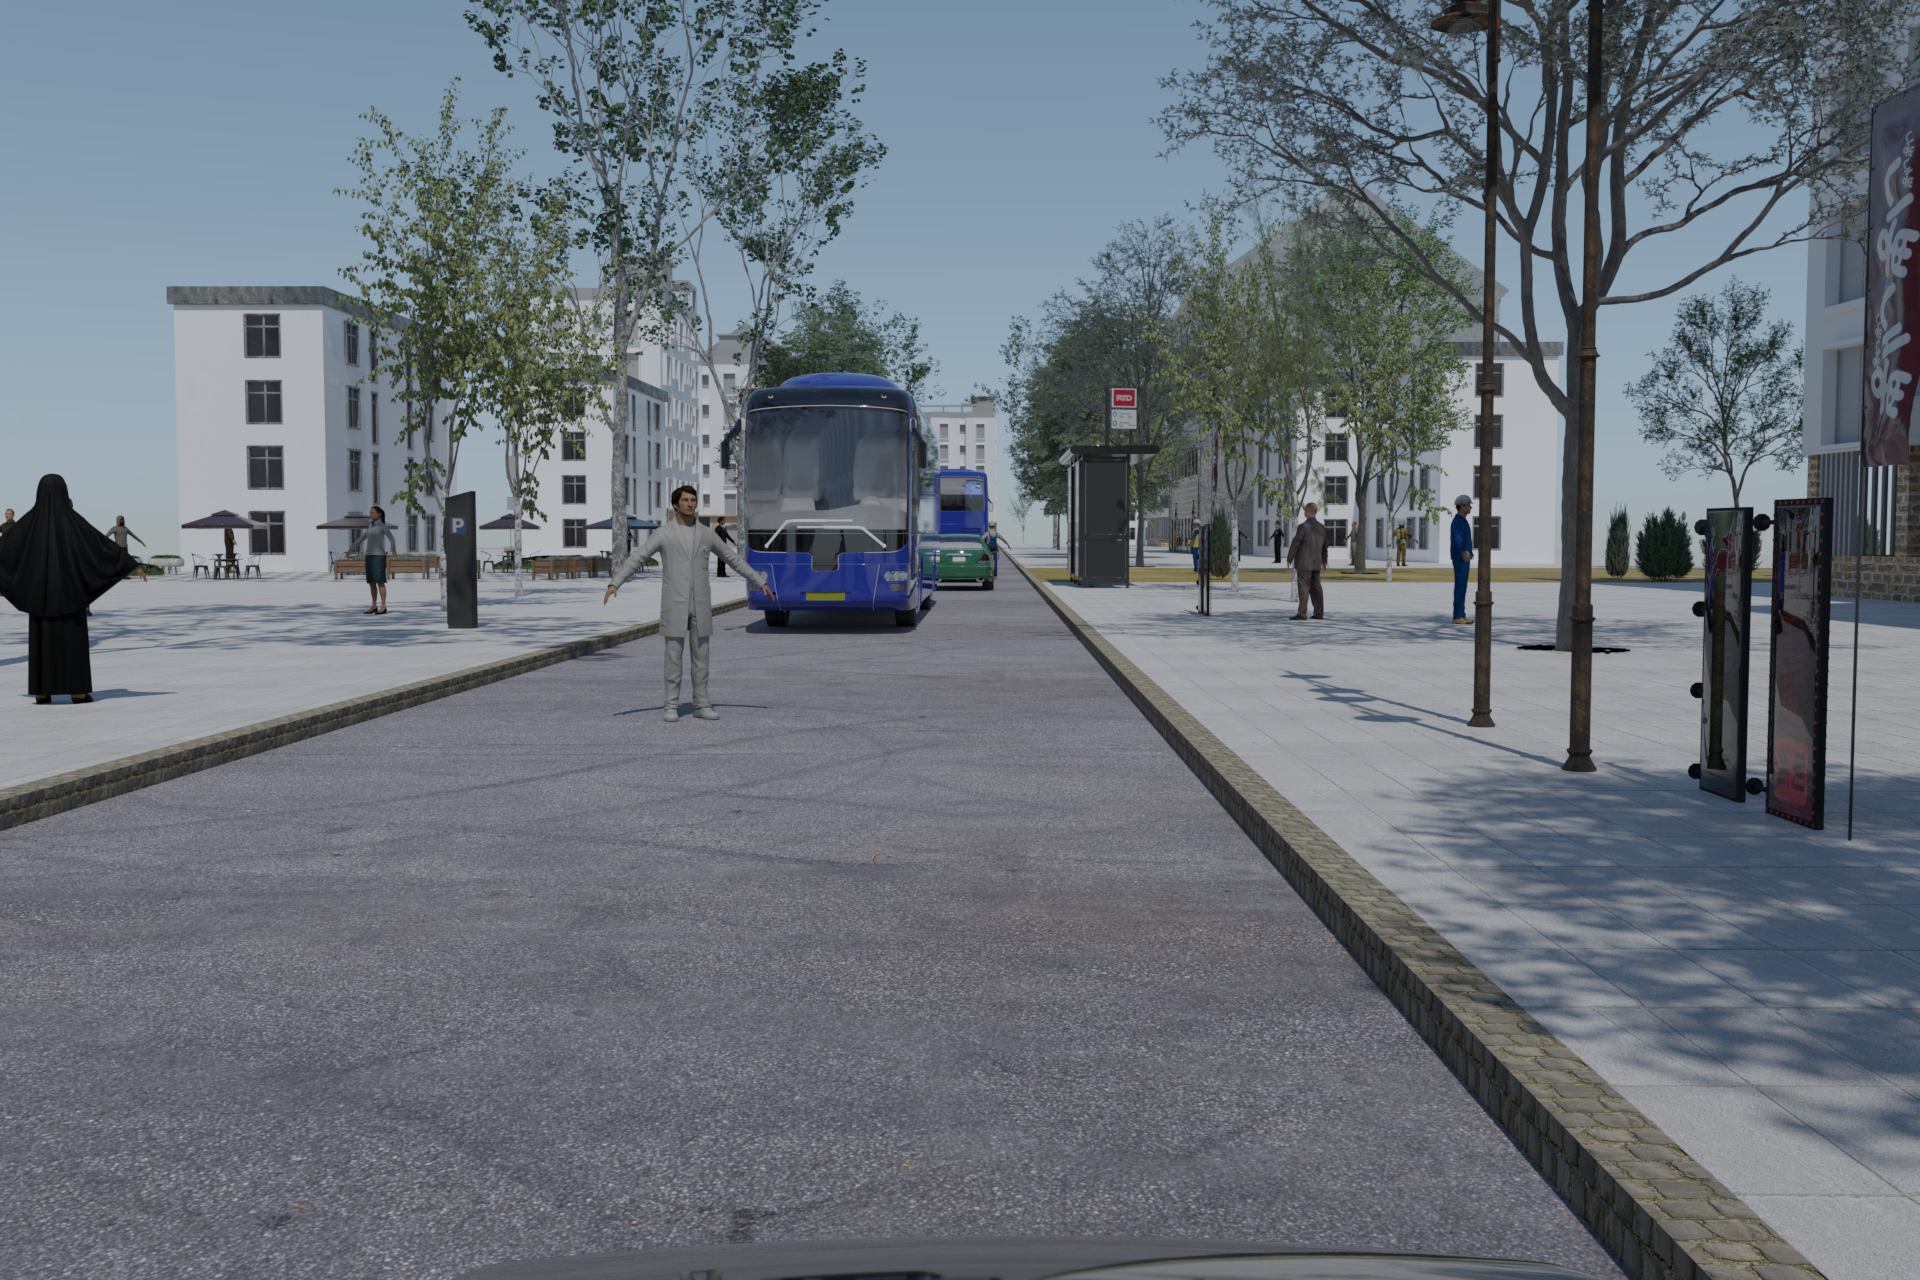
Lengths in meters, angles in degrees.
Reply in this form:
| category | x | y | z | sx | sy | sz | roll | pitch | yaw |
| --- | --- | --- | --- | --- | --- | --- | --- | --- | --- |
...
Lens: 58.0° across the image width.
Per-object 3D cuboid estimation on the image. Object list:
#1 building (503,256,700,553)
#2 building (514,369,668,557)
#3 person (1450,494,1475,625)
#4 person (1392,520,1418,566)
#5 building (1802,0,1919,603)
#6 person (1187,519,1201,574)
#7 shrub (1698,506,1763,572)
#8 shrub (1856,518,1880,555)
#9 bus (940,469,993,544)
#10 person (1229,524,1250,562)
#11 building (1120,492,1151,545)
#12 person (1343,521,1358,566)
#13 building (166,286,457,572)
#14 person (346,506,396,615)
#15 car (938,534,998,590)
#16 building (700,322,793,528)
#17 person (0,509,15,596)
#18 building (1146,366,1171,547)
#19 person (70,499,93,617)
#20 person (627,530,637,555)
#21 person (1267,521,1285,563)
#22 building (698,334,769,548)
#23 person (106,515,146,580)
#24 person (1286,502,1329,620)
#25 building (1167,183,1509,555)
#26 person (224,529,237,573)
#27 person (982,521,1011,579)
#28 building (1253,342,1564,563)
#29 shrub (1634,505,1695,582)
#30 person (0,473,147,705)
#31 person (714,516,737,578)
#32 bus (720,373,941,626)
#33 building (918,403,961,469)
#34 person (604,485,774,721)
| category | x | y | z | sx | sy | sz | roll | pitch | yaw |
| --- | --- | --- | --- | --- | --- | --- | --- | --- | --- |
| building | -25.025 | -16.070 | 119.159 | 16.016 | 20.090 | 11.380 | 0 | 4 | 1 |
| building | -21.767 | -9.805 | 102.451 | 9.099 | 9.664 | 28.070 | 0 | 4 | 1 |
| person | 7.180 | -1.150 | 24.688 | 0.705 | 1.842 | 1.347 | 1 | 4 | 19 |
| person | 17.545 | -3.854 | 68.781 | 1.354 | 1.858 | 0.705 | 3 | 5 | 44 |
| building | 22.785 | -10.860 | 33.976 | 16.016 | 20.090 | 11.380 | 0 | 4 | 1 |
| person | 7.615 | -3.055 | 56.412 | 0.721 | 1.772 | 1.216 | 2 | 4 | 24 |
| shrub | 21.459 | -2.703 | 48.243 | 1.661 | 2.075 | 1.752 | 0 | 3 | 0 |
| shrub | 28.080 | -3.087 | 54.507 | 1.661 | 2.075 | 1.752 | 0 | 3 | 0 |
| bus | -0.211 | -4.453 | 64.355 | 2.896 | 3.916 | 12.251 | 0 | 4 | 1 |
| person | 12.978 | -4.543 | 80.997 | 1.216 | 1.740 | 0.721 | 2 | 4 | 30 |
| building | 22.493 | -16.064 | 204.796 | 9.099 | 9.664 | 28.070 | 0 | 4 | 1 |
| person | 15.956 | -3.914 | 70.262 | 0.705 | 1.796 | 1.348 | -1 | 4 | -14 |
| building | -25.934 | -7.992 | 72.818 | 9.099 | 9.664 | 28.070 | 0 | 4 | 0 |
| person | -9.383 | -1.273 | 27.649 | 1.217 | 1.735 | 0.721 | 2 | 4 | 35 |
| car | -0.044 | -2.062 | 45.505 | 2.131 | 1.459 | 4.920 | 0 | 4 | 0 |
| building | -22.154 | -21.921 | 189.328 | 19.493 | 23.208 | 18.063 | 0 | 4 | 0 |
| person | -19.514 | -1.796 | 35.590 | 1.348 | 1.803 | 0.705 | 0 | 4 | -3 |
| building | 24.699 | -19.851 | 180.982 | 16.016 | 20.090 | 11.380 | 0 | 4 | 1 |
| person | -13.809 | -1.274 | 26.744 | 0.599 | 1.838 | 0.709 | 2 | 4 | 29 |
| person | -15.422 | -4.572 | 80.527 | 0.705 | 1.856 | 1.354 | 1 | 4 | 13 |
| person | 13.925 | -4.291 | 76.090 | 0.705 | 1.837 | 1.347 | -1 | 4 | -22 |
| building | -24.322 | -18.857 | 164.728 | 16.016 | 20.090 | 11.380 | 0 | 3 | 0 |
| person | -23.598 | -2.608 | 48.763 | 0.705 | 1.813 | 1.348 | 2 | 4 | 32 |
| person | 5.184 | -1.183 | 25.939 | 0.990 | 1.755 | 0.434 | -3 | 4 | -38 |
| building | 24.348 | -17.469 | 116.553 | 19.493 | 23.208 | 18.063 | 0 | 4 | 1 |
| person | -24.051 | -3.118 | 57.123 | 0.704 | 1.812 | 1.346 | -2 | 4 | -30 |
| person | 1.001 | -2.842 | 54.775 | 1.347 | 1.847 | 0.705 | -1 | 4 | -17 |
| building | 21.862 | -9.026 | 89.715 | 9.099 | 9.664 | 28.070 | 0 | 4 | 1 |
| shrub | 19.118 | -2.625 | 46.965 | 1.661 | 2.075 | 1.752 | 0 | 3 | 0 |
| person | -6.823 | -0.388 | 13.138 | 1.214 | 1.737 | 0.721 | -1 | 4 | -9 |
| person | -7.016 | -2.752 | 51.185 | 0.705 | 1.806 | 1.347 | 1 | 4 | 22 |
| bus | -1.783 | -2.362 | 30.167 | 2.896 | 3.916 | 12.251 | 0 | 4 | 1 |
| building | -5.992 | -23.401 | 241.476 | 11.380 | 20.090 | 16.016 | 0 | 4 | -1 |
| person | -2.099 | -0.288 | 13.350 | 1.347 | 1.806 | 0.705 | -2 | 4 | -26 |
